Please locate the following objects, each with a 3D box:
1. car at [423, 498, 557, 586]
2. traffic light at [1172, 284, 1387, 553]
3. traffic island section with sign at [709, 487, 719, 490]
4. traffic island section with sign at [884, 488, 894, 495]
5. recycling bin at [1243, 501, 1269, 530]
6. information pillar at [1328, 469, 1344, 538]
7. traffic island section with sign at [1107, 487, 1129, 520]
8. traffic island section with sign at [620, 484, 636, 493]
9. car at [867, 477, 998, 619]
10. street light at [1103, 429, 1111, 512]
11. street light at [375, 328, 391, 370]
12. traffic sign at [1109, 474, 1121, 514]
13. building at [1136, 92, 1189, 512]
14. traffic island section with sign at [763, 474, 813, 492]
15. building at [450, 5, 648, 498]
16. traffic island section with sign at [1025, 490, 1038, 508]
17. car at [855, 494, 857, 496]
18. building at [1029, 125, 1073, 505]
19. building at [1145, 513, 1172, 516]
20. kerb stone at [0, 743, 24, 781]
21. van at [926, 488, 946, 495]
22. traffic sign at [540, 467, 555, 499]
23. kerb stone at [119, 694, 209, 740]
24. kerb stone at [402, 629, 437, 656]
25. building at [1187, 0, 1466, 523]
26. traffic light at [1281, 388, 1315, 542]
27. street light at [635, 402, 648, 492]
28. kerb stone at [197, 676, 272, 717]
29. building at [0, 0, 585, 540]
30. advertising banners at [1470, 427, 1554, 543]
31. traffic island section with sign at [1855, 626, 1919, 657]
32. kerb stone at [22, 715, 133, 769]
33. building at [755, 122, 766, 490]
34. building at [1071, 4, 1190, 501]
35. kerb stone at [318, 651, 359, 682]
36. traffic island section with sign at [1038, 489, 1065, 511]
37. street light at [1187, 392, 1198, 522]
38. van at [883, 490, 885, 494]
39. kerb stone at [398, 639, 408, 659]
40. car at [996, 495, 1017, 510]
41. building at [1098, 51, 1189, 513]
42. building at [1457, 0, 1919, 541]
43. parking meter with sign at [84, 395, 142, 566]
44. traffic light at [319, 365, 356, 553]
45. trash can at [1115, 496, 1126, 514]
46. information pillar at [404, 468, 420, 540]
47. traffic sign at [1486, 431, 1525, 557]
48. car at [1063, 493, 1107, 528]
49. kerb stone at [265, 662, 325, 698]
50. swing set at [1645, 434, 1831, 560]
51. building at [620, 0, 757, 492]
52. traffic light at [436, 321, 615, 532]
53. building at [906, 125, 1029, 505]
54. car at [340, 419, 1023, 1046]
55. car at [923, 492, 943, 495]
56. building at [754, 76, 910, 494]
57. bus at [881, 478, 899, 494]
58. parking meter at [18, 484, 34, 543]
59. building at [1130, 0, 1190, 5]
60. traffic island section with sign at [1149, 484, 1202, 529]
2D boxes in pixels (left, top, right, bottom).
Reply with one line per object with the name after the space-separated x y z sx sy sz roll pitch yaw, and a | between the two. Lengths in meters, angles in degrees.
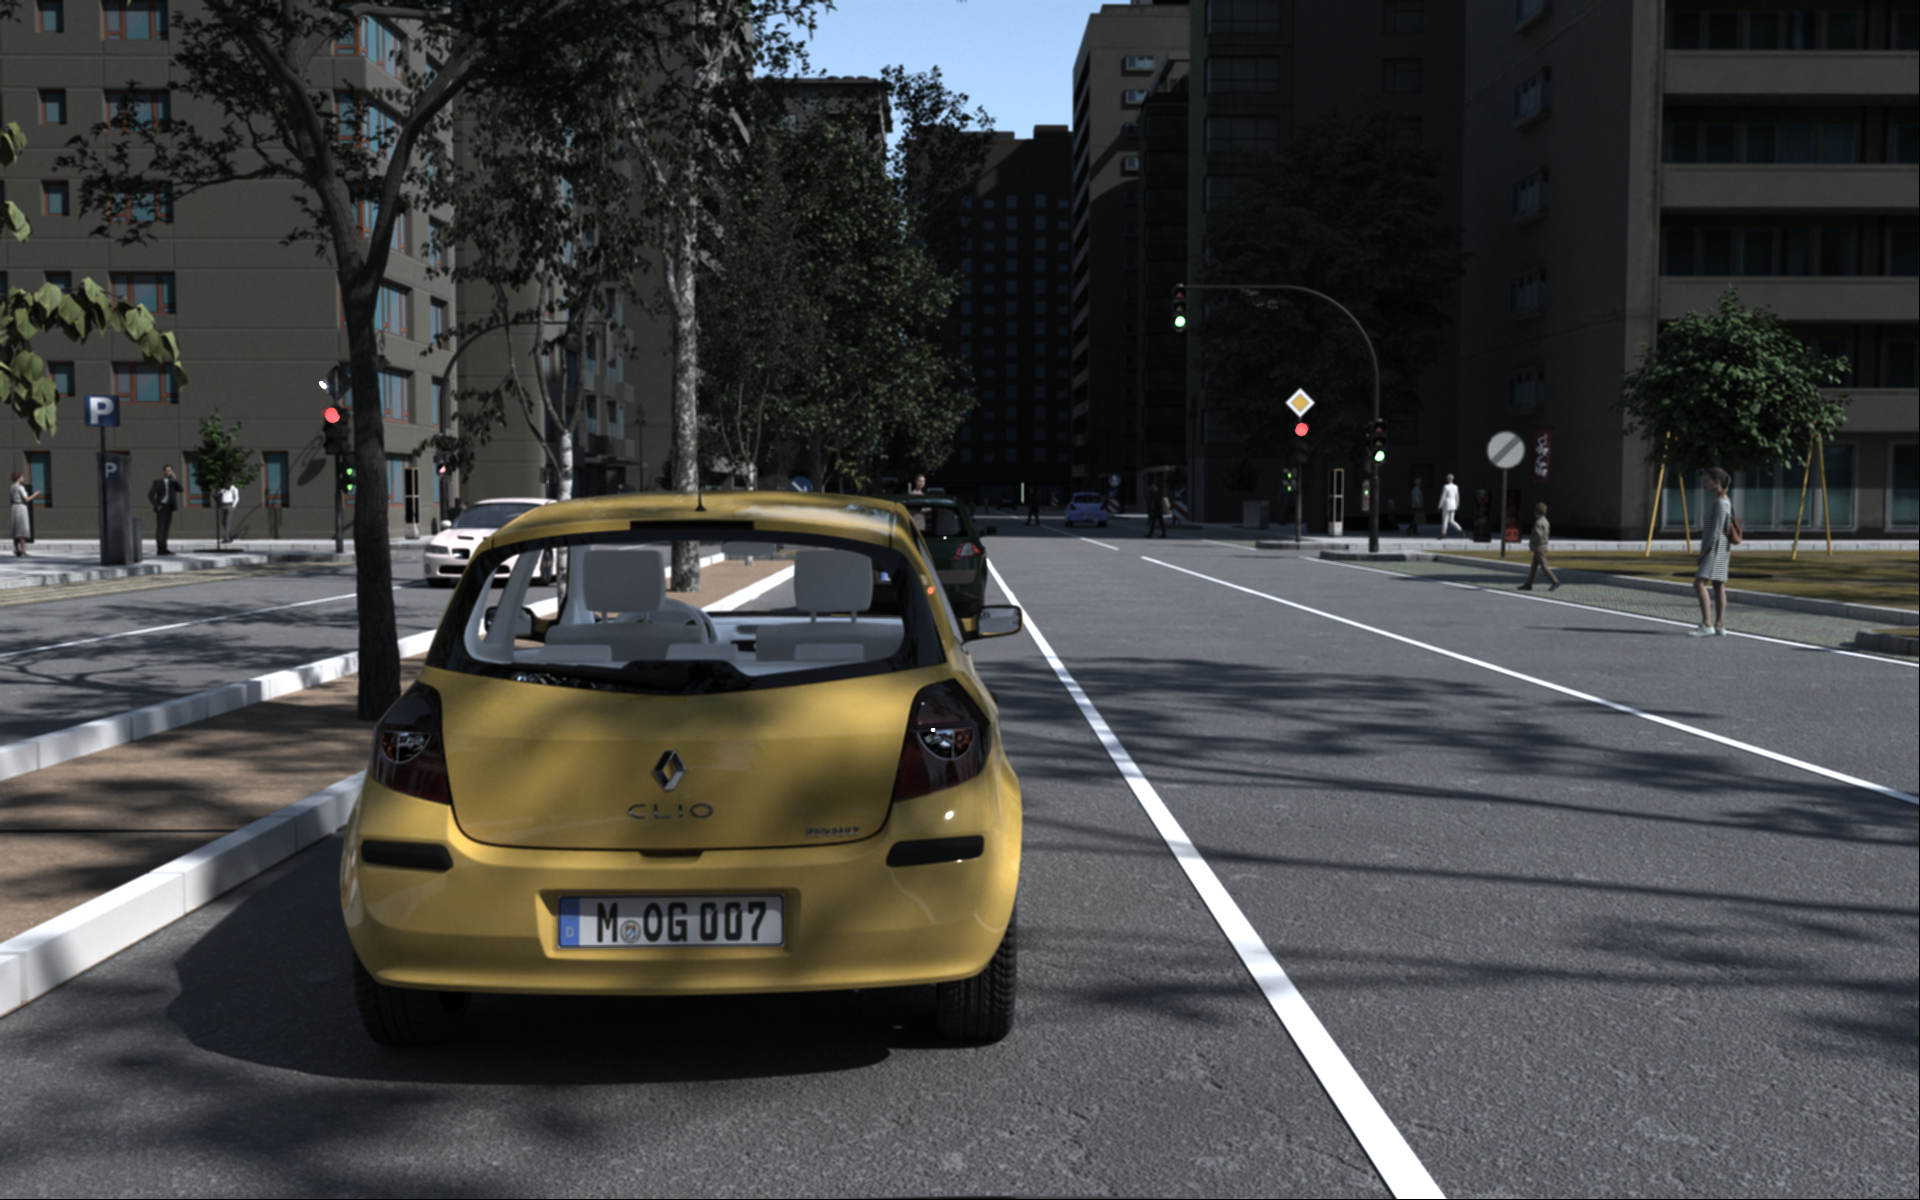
-7.305 -0.978 28.357 2.083 1.381 4.827 0 4 1 | car
6.957 -3.858 37.744 4.771 5.953 1.251 0 4 -1 | traffic light
-13.867 -5.446 97.663 1.989 1.847 2.006 0 4 -1 | traffic island section with sign
-4.960 -6.882 120.662 2.006 1.907 1.989 0 4 -1 | traffic island section with sign
10.736 -3.074 62.807 0.722 1.027 0.722 3 4 37 | recycling bin
11.099 -2.854 51.147 0.304 2.012 0.304 -1 4 -22 | information pillar
8.453 -5.439 97.558 1.989 1.847 2.006 0 4 -1 | traffic island section with sign
-13.582 -3.797 70.709 1.989 1.847 2.006 0 4 -1 | traffic island section with sign
-0.554 -0.649 20.395 2.009 1.686 4.222 0 4 1 | car
10.241 -9.047 120.706 0.468 5.910 1.993 0 4 -1 | street light
-15.590 -4.487 46.149 0.468 5.910 1.993 0 4 -1 | street light
10.046 -6.874 112.495 0.768 2.556 0.104 0 4 4 | traffic sign
19.913 -21.798 128.095 14.160 30.474 14.107 0 4 -1 | building
-4.149 -2.287 45.528 2.006 1.907 1.989 0 4 -1 | traffic island section with sign
-31.843 -29.473 101.489 23.786 49.044 30.456 0 4 -1 | building
7.626 -10.175 174.984 1.989 1.847 2.006 0 4 -1 | traffic island section with sign
-7.974 -7.534 131.980 1.959 1.807 4.718 0 4 0 | car
14.877 -34.453 213.420 14.200 45.320 14.600 0 4 -1 | building
28.388 -25.504 108.872 32.217 40.220 23.993 0 4 -1 | building
-4.819 0.844 8.436 0.120 0.150 1.000 0 4 -1 | kerb stone
-1.720 -7.295 126.281 2.013 2.044 4.112 0 4 1 | van
-15.838 -3.939 66.539 0.606 2.300 0.079 0 4 5 | traffic sign
-4.839 0.716 10.493 0.120 0.150 1.000 0 4 -1 | kerb stone
-4.896 0.403 15.613 0.120 0.150 1.000 0 4 -1 | kerb stone
17.618 -24.335 81.473 14.154 41.232 14.086 0 4 -1 | building
8.963 -3.485 45.893 0.839 4.253 0.868 0 4 -1 | traffic light
-16.049 -6.996 87.180 0.468 5.910 1.993 0 4 -1 | street light
-4.850 0.653 11.515 0.120 0.150 1.000 0 4 -1 | kerb stone
-30.451 -13.294 62.404 27.650 21.520 28.899 0 4 -1 | building
14.468 -3.012 45.428 2.074 3.025 0.090 2 4 26 | advertising banners
9.326 -0.429 15.650 1.989 1.847 2.006 0 4 -1 | traffic island section with sign
-4.828 0.779 9.462 0.120 0.150 1.000 0 4 -1 | kerb stone
-33.731 -32.327 183.172 28.867 44.769 22.147 0 4 -1 | building
22.426 -33.388 169.593 21.300 48.544 21.600 0 4 -1 | building
-4.874 0.532 13.565 0.120 0.150 1.000 0 4 -1 | kerb stone
7.921 -8.526 148.031 1.989 1.847 2.006 0 4 -1 | traffic island section with sign
10.630 -6.480 78.744 0.468 5.910 1.993 0 4 -1 | street light
-7.877 -9.890 168.714 2.013 2.044 4.112 0 4 -1 | van
-4.884 0.469 14.591 0.120 0.150 1.000 0 4 -1 | kerb stone
4.223 -8.878 157.735 1.945 1.354 3.894 0 3 0 | car
28.427 -27.846 147.156 32.217 40.220 23.993 0 4 -1 | building
28.343 -26.460 56.327 21.600 48.544 21.300 0 4 -1 | building
-15.306 -2.151 31.432 0.543 3.016 1.738 -1 4 -12 | parking meter with sign
-13.512 -2.981 37.652 0.839 4.253 0.868 0 4 -1 | traffic light
10.179 -6.031 110.253 0.748 1.137 0.748 0 3 0 | trash can
-15.486 -2.718 48.930 0.304 2.012 0.304 1 4 12 | information pillar
11.065 -2.147 35.212 0.768 2.556 0.104 0 4 4 | traffic sign
5.464 -4.029 75.469 1.945 1.707 3.694 0 4 0 | car
-4.858 0.591 12.537 0.120 0.150 1.000 0 4 -1 | kerb stone
16.065 -2.343 35.935 3.119 2.851 2.862 3 5 40 | swing set
-29.850 -32.340 152.460 21.300 48.544 21.600 0 4 -1 | building
-11.506 -4.344 45.694 4.771 5.953 1.251 0 4 -1 | traffic light
0.676 -34.456 213.463 14.200 45.320 14.600 0 4 -1 | building
-0.747 0.261 5.952 2.015 1.641 3.980 0 4 -2 | car
-1.314 -3.892 72.667 2.155 1.783 4.494 0 4 1 | car
-20.410 -38.546 219.469 27.495 52.752 28.713 0 4 -1 | building
-8.304 -12.020 191.389 2.948 3.499 13.247 0 4 0 | bus
-24.395 -2.250 45.195 0.372 1.533 0.369 0 3 0 | parking meter
32.353 -47.565 215.935 20.611 71.187 20.563 0 4 -1 | building
8.748 -3.791 70.604 1.989 1.847 2.006 0 4 -1 | traffic island section with sign
